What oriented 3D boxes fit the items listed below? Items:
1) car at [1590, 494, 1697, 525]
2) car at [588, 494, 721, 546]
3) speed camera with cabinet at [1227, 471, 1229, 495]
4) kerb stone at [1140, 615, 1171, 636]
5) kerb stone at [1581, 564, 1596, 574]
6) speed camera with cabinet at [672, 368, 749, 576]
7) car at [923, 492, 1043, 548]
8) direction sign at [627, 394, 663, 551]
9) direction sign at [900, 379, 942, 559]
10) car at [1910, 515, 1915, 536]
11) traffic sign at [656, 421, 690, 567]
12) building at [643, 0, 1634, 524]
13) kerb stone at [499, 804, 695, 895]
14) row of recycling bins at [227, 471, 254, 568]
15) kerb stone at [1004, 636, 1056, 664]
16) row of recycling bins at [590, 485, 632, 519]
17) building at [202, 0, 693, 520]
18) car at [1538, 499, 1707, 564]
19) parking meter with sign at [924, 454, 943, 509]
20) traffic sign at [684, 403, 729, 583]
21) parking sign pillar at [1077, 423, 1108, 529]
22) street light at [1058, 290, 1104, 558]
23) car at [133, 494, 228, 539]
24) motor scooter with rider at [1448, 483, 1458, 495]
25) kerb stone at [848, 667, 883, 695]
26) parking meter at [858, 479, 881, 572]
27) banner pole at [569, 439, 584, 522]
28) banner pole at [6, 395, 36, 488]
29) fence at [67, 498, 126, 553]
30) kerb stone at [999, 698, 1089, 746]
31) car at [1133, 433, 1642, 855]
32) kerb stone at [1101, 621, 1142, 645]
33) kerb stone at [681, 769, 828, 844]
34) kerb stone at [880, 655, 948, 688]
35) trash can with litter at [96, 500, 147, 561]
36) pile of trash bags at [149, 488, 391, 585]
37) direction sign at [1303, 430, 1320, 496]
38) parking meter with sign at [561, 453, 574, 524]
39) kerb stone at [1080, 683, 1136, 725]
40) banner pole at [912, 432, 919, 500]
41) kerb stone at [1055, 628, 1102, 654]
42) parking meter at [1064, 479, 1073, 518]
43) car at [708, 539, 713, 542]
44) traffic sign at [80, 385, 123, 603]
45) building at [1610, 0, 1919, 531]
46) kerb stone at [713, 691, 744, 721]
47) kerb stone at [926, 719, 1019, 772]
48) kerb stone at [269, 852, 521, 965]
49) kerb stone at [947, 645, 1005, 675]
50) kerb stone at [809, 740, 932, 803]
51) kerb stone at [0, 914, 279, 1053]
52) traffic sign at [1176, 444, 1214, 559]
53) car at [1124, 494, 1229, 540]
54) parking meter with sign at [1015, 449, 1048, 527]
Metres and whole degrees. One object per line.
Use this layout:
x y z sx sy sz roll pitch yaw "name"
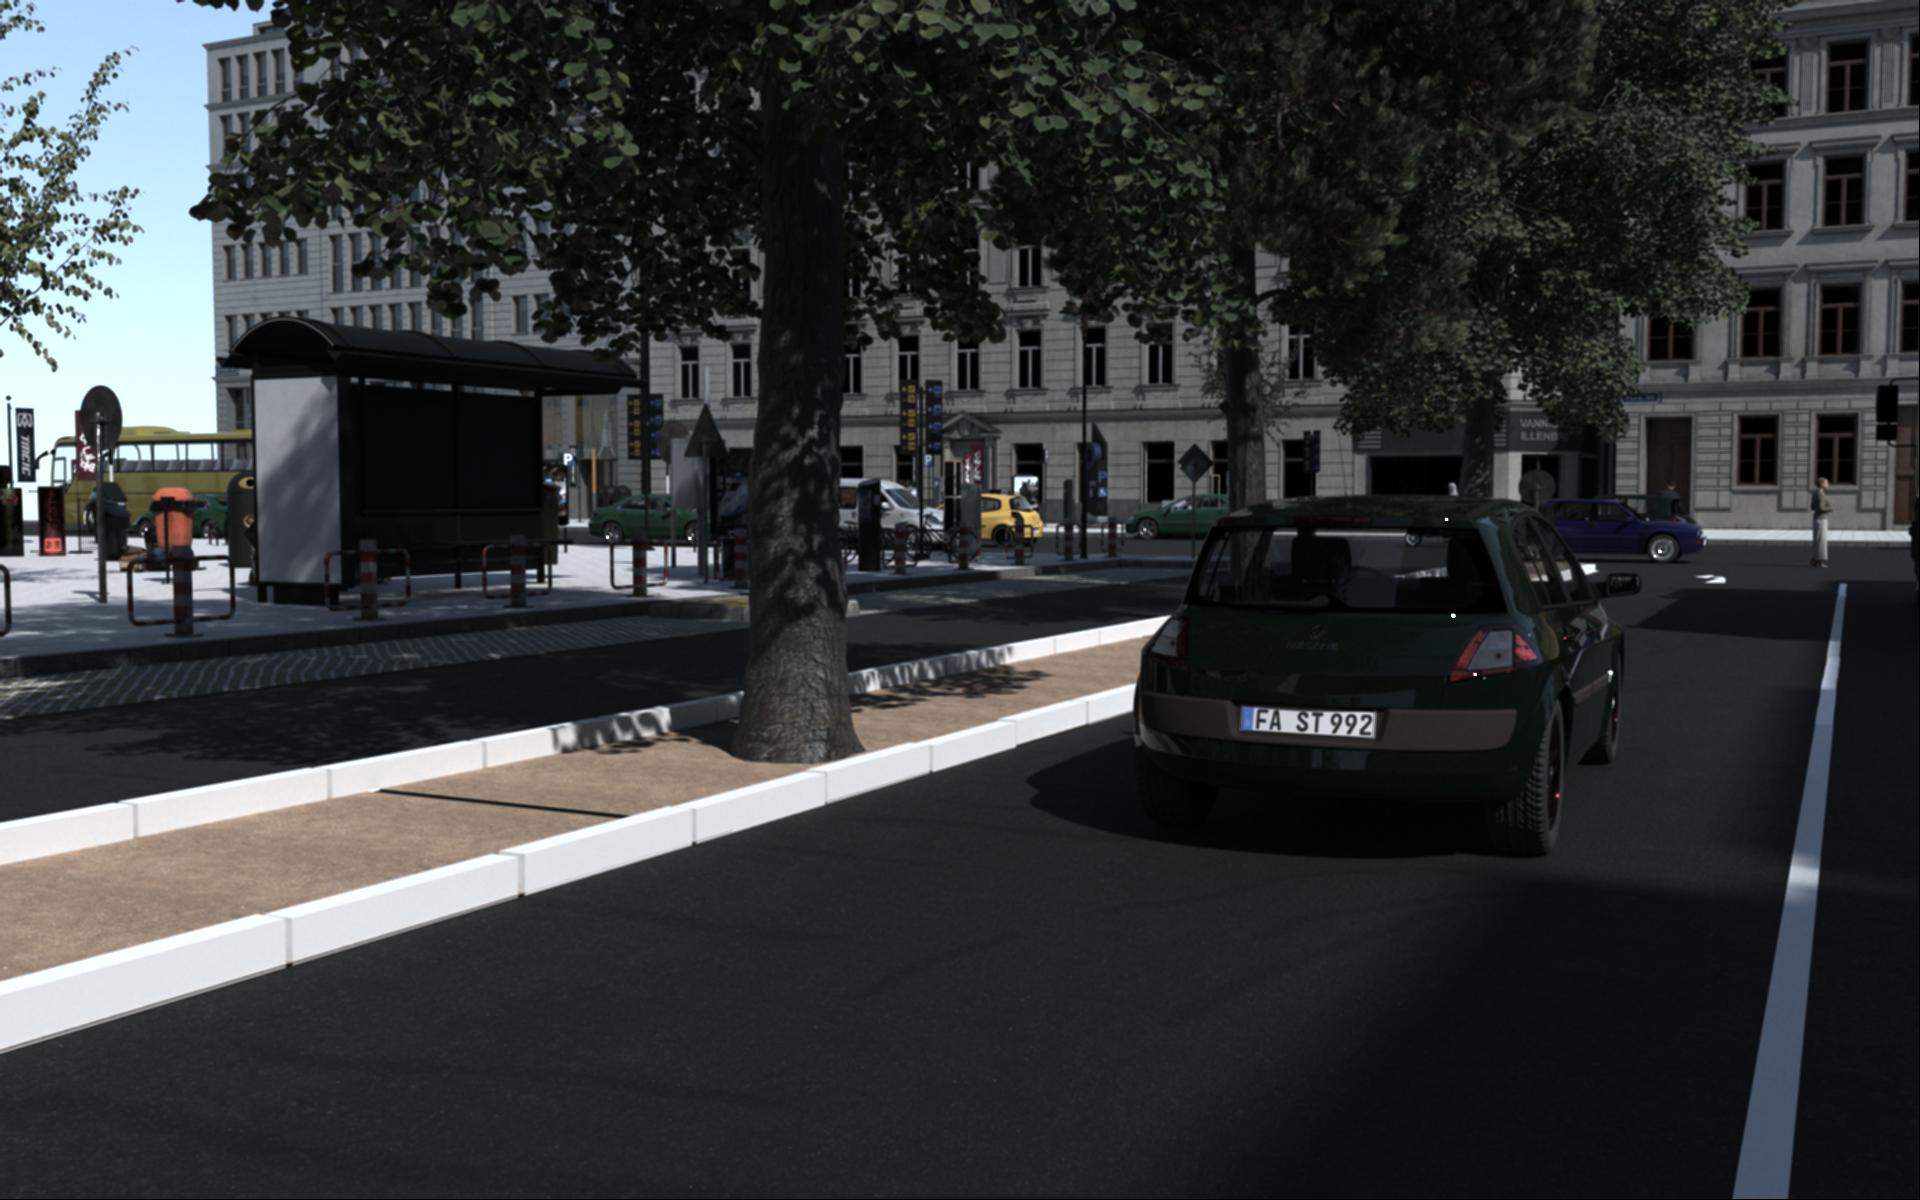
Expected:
15.776 -1.989 42.310 4.222 1.686 2.009 2 4 27 "car"
-8.215 -2.281 49.093 4.920 1.459 2.131 2 4 26 "car"
11.002 -4.507 68.033 0.660 3.252 2.038 0 4 -5 "speed camera with cabinet"
1.956 0.275 17.698 0.120 0.150 1.000 2 4 27 "kerb stone"
11.350 -0.556 31.281 0.120 0.150 1.000 2 4 27 "kerb stone"
-3.709 -2.049 27.843 0.660 3.252 2.038 3 4 37 "speed camera with cabinet"
0.284 -2.288 47.636 3.980 1.641 2.015 2 4 28 "car"
-7.138 -2.898 39.375 0.876 3.537 0.379 1 4 16 "direction sign"
-0.768 -2.593 34.398 0.876 3.537 0.379 -1 4 -19 "direction sign"
26.549 -1.940 44.298 3.894 1.354 1.945 2 4 28 "car"
-5.011 -1.843 30.232 0.768 2.556 0.104 2 4 29 "traffic sign"
7.520 -18.640 81.179 44.131 29.872 17.030 2 4 27 "building"
-1.375 0.951 6.648 0.120 0.150 1.000 2 4 27 "kerb stone"
-11.122 -1.415 30.252 3.534 1.692 1.069 1 4 10 "row of recycling bins"
0.552 0.443 14.963 0.120 0.150 1.000 2 4 27 "kerb stone"
-16.523 -4.564 81.736 1.069 1.692 3.534 -2 4 -34 "row of recycling bins"
-26.765 -19.482 96.016 29.804 29.767 11.434 2 4 27 "building"
13.793 -1.489 36.929 3.894 1.354 1.945 2 4 27 "car"
-0.762 -4.832 75.269 0.543 3.016 1.738 3 5 44 "parking meter with sign"
-3.657 -1.521 24.865 0.884 2.594 0.081 3 4 36 "traffic sign"
5.111 -4.679 64.970 1.447 3.967 1.447 -1 4 -17 "parking sign pillar"
2.475 -3.771 34.443 0.468 5.910 1.993 2 4 27 "street light"
-22.857 -2.477 52.297 4.920 1.459 2.131 2 4 28 "car"
13.044 -2.317 46.840 1.986 1.779 0.876 2 4 27 "motor scooter with rider"
-0.860 0.612 12.221 0.120 0.150 1.000 2 4 27 "kerb stone"
-1.498 -1.238 28.654 0.372 1.533 0.369 0 3 0 "parking meter"
-17.523 -5.440 78.964 0.401 3.779 0.863 2 4 32 "banner pole"
-23.986 -3.314 44.199 0.401 3.779 0.863 2 4 35 "banner pole"
-19.080 -1.673 38.565 0.480 1.192 2.264 0 4 0 "fence"
0.498 0.728 10.300 0.120 0.150 1.000 2 4 27 "kerb stone"
2.211 0.081 8.466 2.009 1.686 4.222 2 4 26 "car"
1.495 0.331 16.783 0.120 0.150 1.000 2 4 27 "kerb stone"
-0.903 0.900 7.564 0.120 0.150 1.000 2 4 27 "kerb stone"
-0.396 0.554 13.135 0.120 0.150 1.000 2 4 27 "kerb stone"
-16.008 -1.335 33.208 1.055 1.170 0.624 1 4 21 "trash can with litter"
-9.939 -0.934 25.028 3.447 1.369 1.912 0 4 -2 "pile of trash bags"
12.565 -4.277 61.925 0.379 3.537 0.876 -2 4 -28 "direction sign"
-17.186 -4.754 73.984 0.543 3.016 1.738 -3 5 -44 "parking meter with sign"
0.973 0.672 11.211 0.120 0.150 1.000 2 4 27 "kerb stone"
-1.799 -4.899 70.115 0.401 3.779 0.863 1 4 20 "banner pole"
1.025 0.387 15.872 0.120 0.150 1.000 2 4 27 "kerb stone"
4.299 -3.858 68.797 0.255 1.863 0.399 -1 4 -19 "parking meter"
-6.002 -2.551 51.933 3.980 1.641 2.015 2 4 29 "car"
-10.082 -1.235 20.305 0.768 2.556 0.104 2 4 29 "traffic sign"
35.422 -13.926 63.849 21.152 22.565 11.583 2 4 27 "building"
-1.346 0.669 11.303 0.120 0.150 1.000 2 4 27 "kerb stone"
0.035 0.793 9.386 0.120 0.150 1.000 2 4 27 "kerb stone"
-1.853 1.012 5.734 0.120 0.150 1.000 2 4 27 "kerb stone"
0.075 0.499 14.045 0.120 0.150 1.000 2 4 27 "kerb stone"
-0.438 0.839 8.476 0.120 0.150 1.000 2 4 27 "kerb stone"
-2.323 1.063 4.823 0.120 0.150 1.000 2 4 27 "kerb stone"
4.651 -1.883 34.432 0.795 2.450 0.064 2 4 27 "traffic sign"
7.573 -2.624 54.694 4.920 1.459 2.131 2 4 26 "car"
2.512 -4.361 67.556 1.738 3.016 0.543 1 4 13 "parking meter with sign"
